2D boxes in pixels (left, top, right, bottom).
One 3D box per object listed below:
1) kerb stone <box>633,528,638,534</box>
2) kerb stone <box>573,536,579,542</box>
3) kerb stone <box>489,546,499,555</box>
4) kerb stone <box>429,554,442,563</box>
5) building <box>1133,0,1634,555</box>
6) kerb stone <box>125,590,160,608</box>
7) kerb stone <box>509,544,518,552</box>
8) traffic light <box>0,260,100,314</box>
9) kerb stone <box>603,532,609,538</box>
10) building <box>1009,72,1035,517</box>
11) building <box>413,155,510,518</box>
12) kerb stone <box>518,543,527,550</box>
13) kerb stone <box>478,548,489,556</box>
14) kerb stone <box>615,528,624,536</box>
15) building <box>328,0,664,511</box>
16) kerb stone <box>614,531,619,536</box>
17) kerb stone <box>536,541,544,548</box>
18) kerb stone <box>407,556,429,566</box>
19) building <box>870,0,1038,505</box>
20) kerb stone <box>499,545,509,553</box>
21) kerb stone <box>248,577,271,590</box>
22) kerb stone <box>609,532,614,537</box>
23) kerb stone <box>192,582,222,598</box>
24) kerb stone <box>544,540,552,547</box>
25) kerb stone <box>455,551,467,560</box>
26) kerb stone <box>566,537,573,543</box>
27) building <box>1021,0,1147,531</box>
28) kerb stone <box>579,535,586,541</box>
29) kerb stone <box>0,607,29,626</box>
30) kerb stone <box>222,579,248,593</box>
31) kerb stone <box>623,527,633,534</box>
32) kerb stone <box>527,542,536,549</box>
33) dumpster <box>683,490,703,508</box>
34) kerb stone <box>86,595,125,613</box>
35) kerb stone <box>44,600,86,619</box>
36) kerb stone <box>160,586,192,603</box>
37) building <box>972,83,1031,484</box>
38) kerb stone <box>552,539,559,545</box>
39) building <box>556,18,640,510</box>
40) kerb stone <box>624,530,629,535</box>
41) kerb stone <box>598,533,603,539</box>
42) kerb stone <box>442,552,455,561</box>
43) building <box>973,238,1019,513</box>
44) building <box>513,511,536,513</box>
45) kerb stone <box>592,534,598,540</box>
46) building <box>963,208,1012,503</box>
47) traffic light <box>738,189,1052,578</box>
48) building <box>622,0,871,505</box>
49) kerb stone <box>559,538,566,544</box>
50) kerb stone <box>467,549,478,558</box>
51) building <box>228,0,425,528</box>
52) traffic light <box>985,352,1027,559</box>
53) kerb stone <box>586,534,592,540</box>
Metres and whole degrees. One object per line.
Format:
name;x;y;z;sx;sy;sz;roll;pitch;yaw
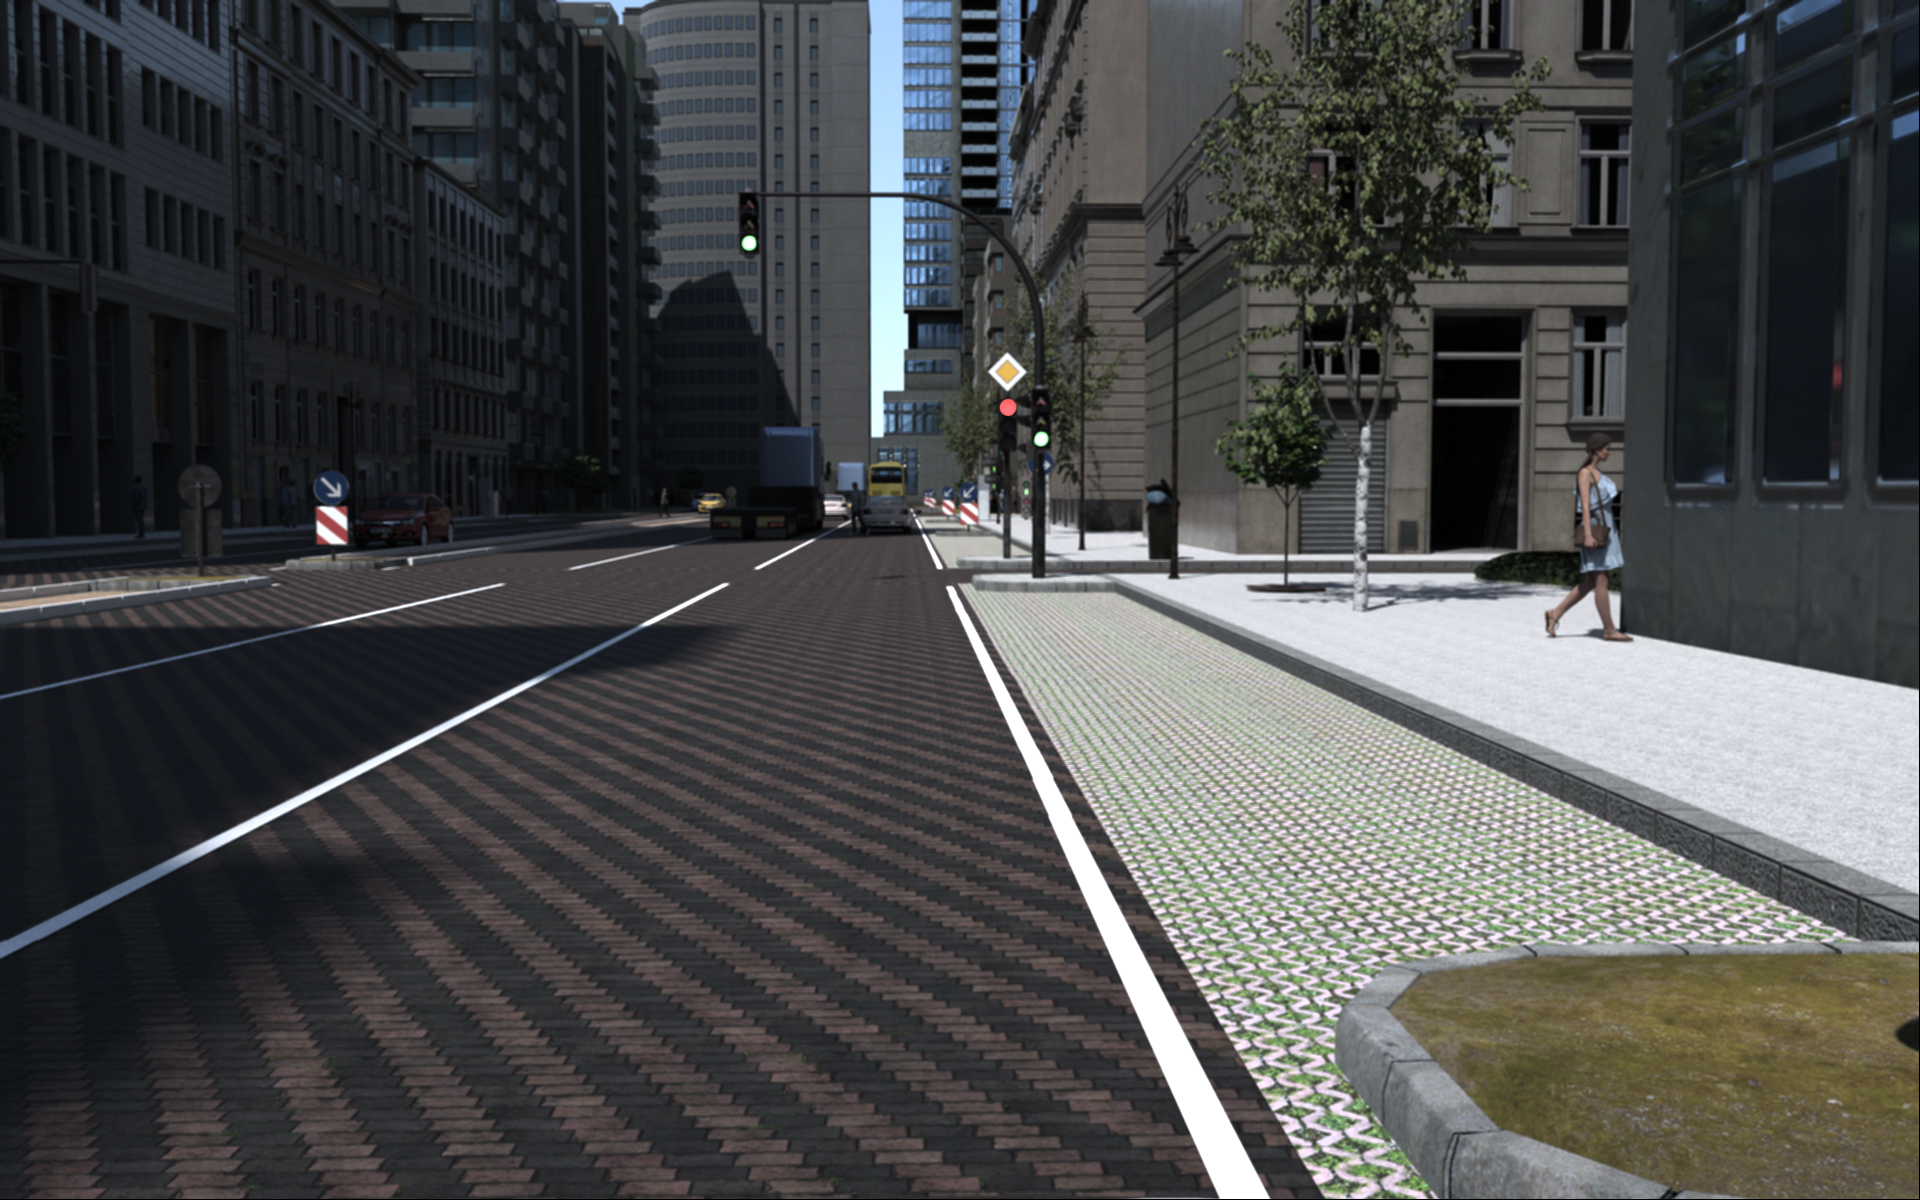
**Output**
kerb stone;-11.909;-2.483;62.797;0.120;0.150;1.000;0;4;-2
kerb stone;-11.544;-1.792;51.488;0.120;0.150;1.000;0;4;-2
kerb stone;-11.211;-1.166;41.261;0.120;0.150;1.000;0;4;-2
kerb stone;-11.051;-0.851;36.139;0.120;0.150;1.000;0;4;-2
building;19.854;-12.868;43.676;30.059;22.955;16.112;0;4;-2
kerb stone;-10.596;-0.005;22.271;0.120;0.150;1.000;0;4;-2
kerb stone;-11.282;-1.288;43.312;0.120;0.150;1.000;0;4;-2
traffic light;-19.245;-3.610;33.695;4.771;5.953;1.251;0;4;-2
kerb stone;-11.704;-2.102;56.648;0.120;0.150;1.000;0;4;-2
building;9.656;-18.334;97.029;12.463;27.353;25.104;0;4;-2
building;-32.539;-15.263;98.701;9.793;20.994;18.267;0;4;-2
kerb stone;-11.306;-1.349;44.334;0.120;0.150;1.000;0;4;-2
kerb stone;-11.183;-1.103;40.231;0.120;0.150;1.000;0;4;-2
kerb stone;-11.812;-2.295;59.725;0.120;0.150;1.000;0;4;-2
building;-45.252;-33.670;170.112;30.456;49.044;23.786;0;4;-2
kerb stone;-11.773;-2.233;58.697;0.120;0.150;1.000;0;4;-2
kerb stone;-11.380;-1.479;46.379;0.120;0.150;1.000;0;4;-2
kerb stone;-11.016;-0.787;35.113;0.120;0.150;1.000;0;4;-2
building;4.972;-54.553;204.620;31.000;86.520;22.319;0;4;-2
kerb stone;-11.243;-1.229;42.283;0.120;0.150;1.000;0;4;-2
kerb stone;-10.729;-0.255;26.372;0.120;0.150;1.000;0;4;-2
kerb stone;-11.746;-2.170;57.676;0.120;0.150;1.000;0;4;-2
kerb stone;-10.661;-0.130;24.316;0.120;0.150;1.000;0;4;-2
kerb stone;-11.407;-1.542;47.401;0.120;0.150;1.000;0;4;-2
kerb stone;-11.114;-0.978;38.187;0.120;0.150;1.000;0;4;-2
kerb stone;-11.511;-1.729;50.467;0.120;0.150;1.000;0;4;-2
building;9.545;-16.748;71.100;12.463;27.353;25.104;0;4;-2
kerb stone;-11.577;-1.854;52.510;0.120;0.150;1.000;0;4;-2
kerb stone;-10.497;0.184;19.194;0.120;0.150;1.000;0;4;-2
kerb stone;-10.702;-0.193;25.345;0.120;0.150;1.000;0;4;-2
kerb stone;-11.876;-2.415;61.768;0.120;0.150;1.000;0;4;-2
kerb stone;-11.344;-1.417;45.357;0.120;0.150;1.000;0;4;-2
dumpster;-25.566;-9.668;166.284;1.865;1.857;1.264;0;4;-3
kerb stone;-10.568;0.058;21.250;0.120;0.150;1.000;0;4;-2
kerb stone;-10.537;0.123;20.228;0.120;0.150;1.000;0;4;-2
kerb stone;-10.633;-0.065;23.293;0.120;0.150;1.000;0;4;-2
building;17.401;-28.495;157.771;32.217;40.220;23.993;0;4;-2
kerb stone;-11.441;-1.604;48.423;0.120;0.150;1.000;0;4;-2
building;-35.357;-28.300;146.304;14.154;41.232;14.086;0;4;-2
kerb stone;-11.836;-2.355;60.747;0.120;0.150;1.000;0;4;-2
kerb stone;-11.677;-2.043;55.606;0.120;0.150;1.000;0;4;-2
kerb stone;-11.079;-0.915;37.163;0.120;0.150;1.000;0;4;-2
building;15.372;-17.539;131.807;27.650;21.520;28.899;0;4;-2
building;-40.640;-30.771;122.707;23.786;49.044;30.456;0;4;-2
kerb stone;-11.642;-1.980;54.571;0.120;0.150;1.000;0;4;-2
building;7.266;-24.775;176.766;14.160;30.474;14.107;0;4;-2
traffic light;-0.914;-3.148;26.136;4.771;5.953;1.251;0;4;-2
building;-24.602;-40.489;203.999;28.212;58.520;21.231;0;4;-2
kerb stone;-11.473;-1.663;49.445;0.120;0.150;1.000;0;4;-2
kerb stone;-11.143;-1.041;39.209;0.120;0.150;1.000;0;4;-2
building;-33.234;-17.099;76.829;12.463;27.353;25.104;0;4;-2
traffic light;0.916;-2.777;34.325;0.839;4.253;0.868;0;4;-2
kerb stone;-11.605;-1.916;53.532;0.120;0.150;1.000;0;4;-2
